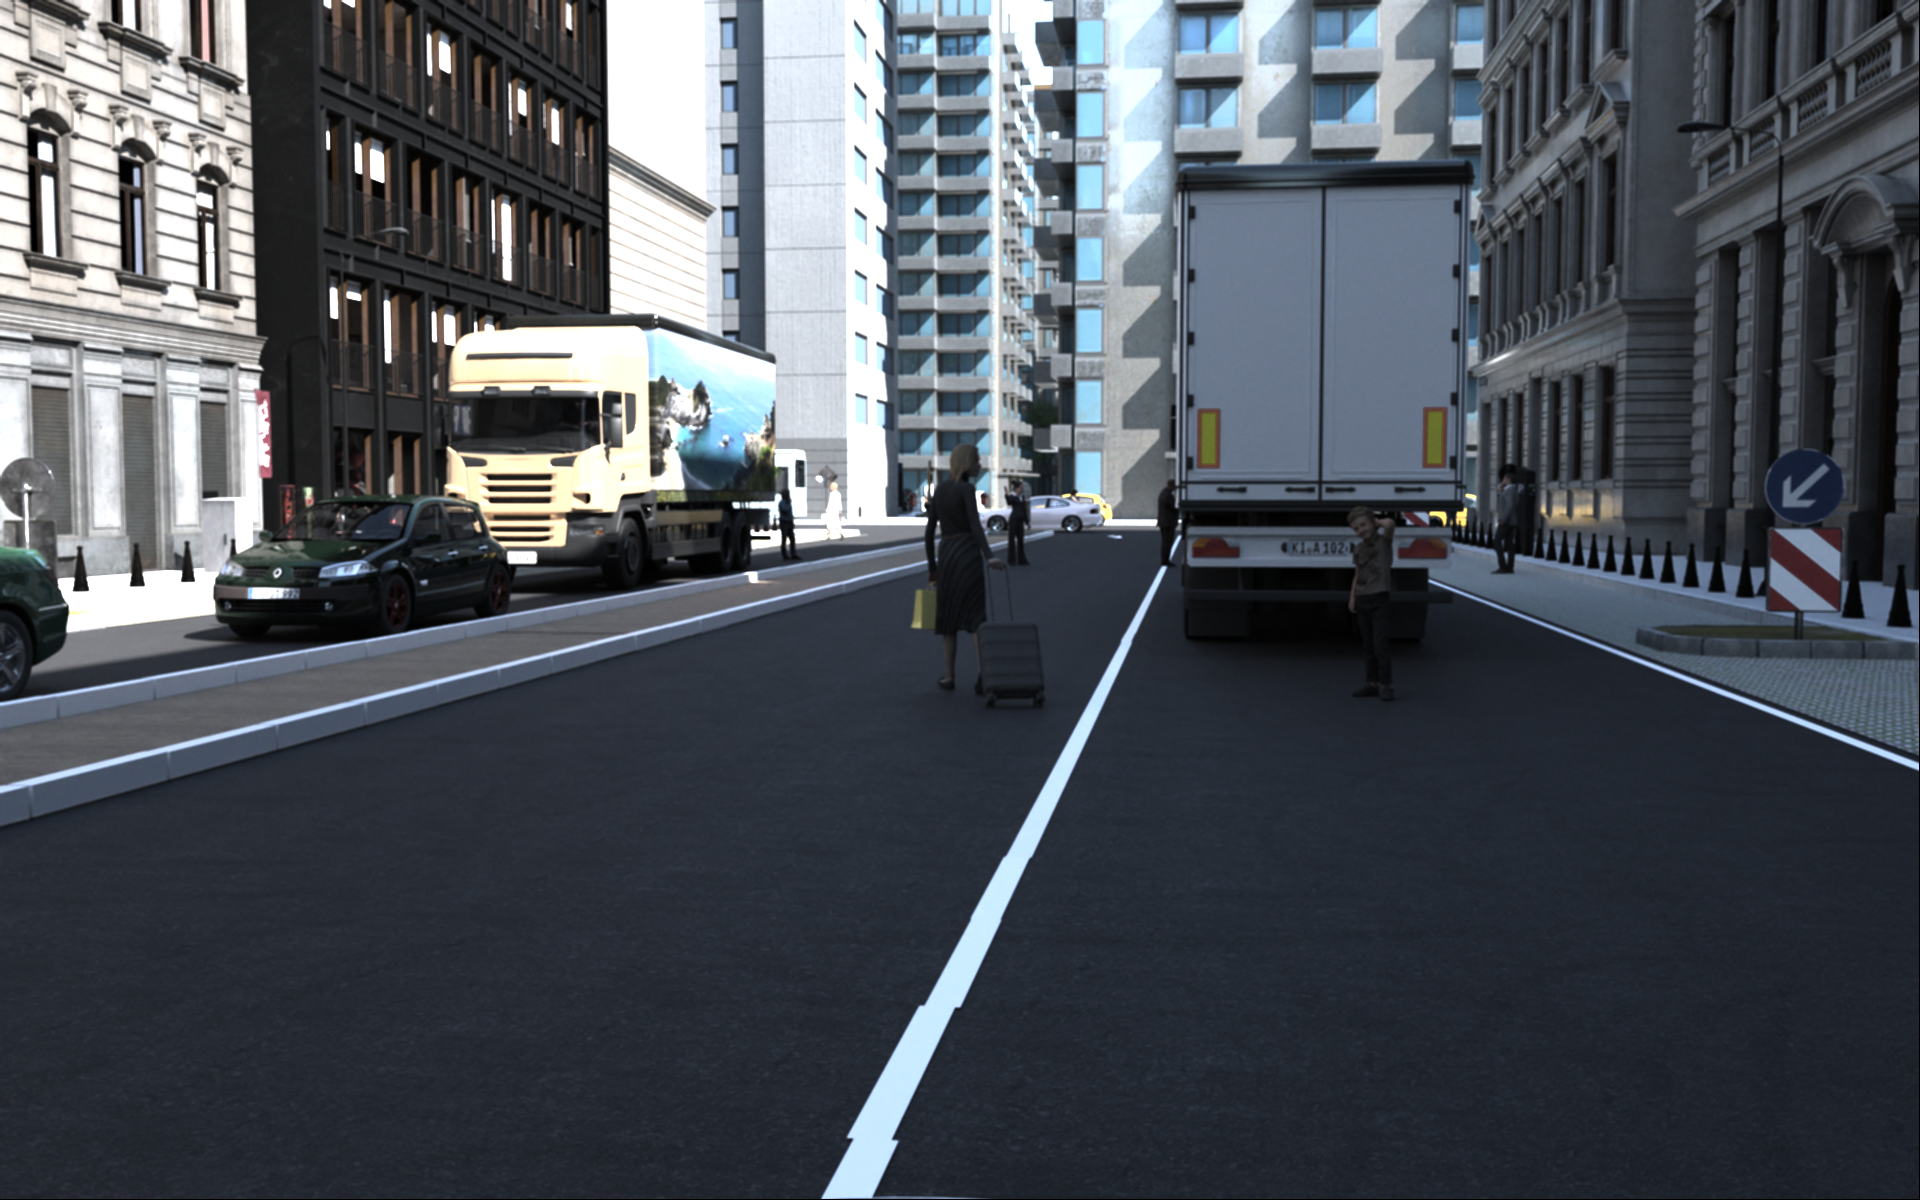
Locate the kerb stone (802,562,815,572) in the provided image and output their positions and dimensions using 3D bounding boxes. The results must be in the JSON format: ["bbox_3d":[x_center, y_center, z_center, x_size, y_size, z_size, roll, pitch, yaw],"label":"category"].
[{"bbox_3d":[-2.883,-0.592,31.881,0.120,0.150,1.000,0,4,8],"label":"kerb stone"}]

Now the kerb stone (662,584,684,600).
[{"bbox_3d":[-4.021,-0.095,23.747,0.120,0.150,1.000,0,4,8],"label":"kerb stone"}]

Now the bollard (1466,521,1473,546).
[{"bbox_3d":[12.753,-1.646,42.959,0.229,0.601,0.229,0,3,0],"label":"bollard"}]

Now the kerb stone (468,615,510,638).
[{"bbox_3d":[-4.870,0.279,17.641,0.120,0.150,1.000,0,4,8],"label":"kerb stone"}]

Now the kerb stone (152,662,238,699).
[{"bbox_3d":[-5.581,0.592,12.547,0.120,0.150,1.000,0,4,8],"label":"kerb stone"}]

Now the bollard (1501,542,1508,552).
[{"bbox_3d":[12.084,-1.355,38.198,0.229,0.601,0.229,0,3,0],"label":"bollard"}]

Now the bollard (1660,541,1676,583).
[{"bbox_3d":[10.260,-0.553,25.088,0.229,0.601,0.229,0,3,0],"label":"bollard"}]

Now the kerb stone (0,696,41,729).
[{"bbox_3d":[-5.864,0.714,10.514,0.120,0.150,1.000,0,4,8],"label":"kerb stone"}]

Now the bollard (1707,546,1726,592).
[{"bbox_3d":[9.930,-0.408,22.706,0.229,0.601,0.229,0,3,0],"label":"bollard"}]

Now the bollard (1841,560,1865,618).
[{"bbox_3d":[9.264,-0.117,17.948,0.229,0.601,0.229,0,3,0],"label":"bollard"}]

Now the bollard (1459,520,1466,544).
[{"bbox_3d":[12.918,-1.719,44.146,0.229,0.601,0.229,0,3,0],"label":"bollard"}]

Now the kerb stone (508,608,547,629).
[{"bbox_3d":[-4.727,0.217,18.655,0.120,0.150,1.000,0,4,8],"label":"kerb stone"}]

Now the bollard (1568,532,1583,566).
[{"bbox_3d":[11.093,-0.918,31.048,0.229,0.601,0.229,0,3,0],"label":"bollard"}]

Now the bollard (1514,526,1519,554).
[{"bbox_3d":[11.918,-1.283,37.011,0.229,0.601,0.229,0,3,0],"label":"bollard"}]

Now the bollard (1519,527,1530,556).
[{"bbox_3d":[11.756,-1.210,35.823,0.229,0.601,0.229,0,3,0],"label":"bollard"}]

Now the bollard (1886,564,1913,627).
[{"bbox_3d":[9.100,-0.044,16.761,0.229,0.601,0.229,0,3,0],"label":"bollard"}]

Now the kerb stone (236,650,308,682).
[{"bbox_3d":[-5.441,0.528,13.562,0.120,0.150,1.000,0,4,8],"label":"kerb stone"}]

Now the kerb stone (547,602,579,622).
[{"bbox_3d":[-4.590,0.154,19.671,0.120,0.150,1.000,0,4,8],"label":"kerb stone"}]

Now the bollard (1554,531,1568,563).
[{"bbox_3d":[11.255,-0.991,32.236,0.229,0.601,0.229,0,3,0],"label":"bollard"}]

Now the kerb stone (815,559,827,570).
[{"bbox_3d":[-2.740,-0.647,32.896,0.120,0.150,1.000,0,4,8],"label":"kerb stone"}]

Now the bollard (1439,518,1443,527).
[{"bbox_3d":[13.412,-1.937,47.710,0.229,0.601,0.229,0,3,0],"label":"bollard"}]

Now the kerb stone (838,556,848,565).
[{"bbox_3d":[-2.461,-0.772,34.935,0.120,0.150,1.000,0,4,8],"label":"kerb stone"}]

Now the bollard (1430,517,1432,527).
[{"bbox_3d":[13.747,-2.083,50.104,0.229,0.601,0.229,0,3,0],"label":"bollard"}]

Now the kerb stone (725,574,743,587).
[{"bbox_3d":[-3.589,-0.278,26.791,0.120,0.150,1.000,0,4,8],"label":"kerb stone"}]

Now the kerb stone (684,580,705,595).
[{"bbox_3d":[-3.881,-0.157,24.762,0.120,0.150,1.000,0,4,8],"label":"kerb stone"}]

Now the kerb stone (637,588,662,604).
[{"bbox_3d":[-4.159,-0.031,22.731,0.120,0.150,1.000,0,4,8],"label":"kerb stone"}]

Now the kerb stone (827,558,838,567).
[{"bbox_3d":[-2.603,-0.716,33.911,0.120,0.150,1.000,0,4,8],"label":"kerb stone"}]

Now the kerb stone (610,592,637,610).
[{"bbox_3d":[-4.302,0.031,21.716,0.120,0.150,1.000,0,4,8],"label":"kerb stone"}]

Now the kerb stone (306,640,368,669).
[{"bbox_3d":[-5.299,0.467,14.583,0.120,0.150,1.000,0,4,8],"label":"kerb stone"}]

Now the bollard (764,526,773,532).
[{"bbox_3d":[-6.546,-2.595,58.477,0.229,0.601,0.229,0,3,0],"label":"bollard"}]

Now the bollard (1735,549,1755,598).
[{"bbox_3d":[9.758,-0.335,21.513,0.229,0.601,0.229,0,3,0],"label":"bollard"}]

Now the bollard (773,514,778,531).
[{"bbox_3d":[-6.380,-2.669,59.675,0.229,0.601,0.229,0,3,0],"label":"bollard"}]

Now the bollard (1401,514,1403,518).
[{"bbox_3d":[14.913,-2.595,58.473,0.229,0.601,0.229,0,3,0],"label":"bollard"}]

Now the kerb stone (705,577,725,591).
[{"bbox_3d":[-3.736,-0.219,25.777,0.120,0.150,1.000,0,4,8],"label":"kerb stone"}]

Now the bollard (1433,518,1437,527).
[{"bbox_3d":[13.582,-2.011,48.916,0.229,0.601,0.229,0,3,0],"label":"bollard"}]

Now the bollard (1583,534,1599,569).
[{"bbox_3d":[10.923,-0.844,29.846,0.229,0.601,0.229,0,3,0],"label":"bollard"}]

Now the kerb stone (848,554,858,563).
[{"bbox_3d":[-2.328,-0.836,35.961,0.120,0.150,1.000,0,4,8],"label":"kerb stone"}]

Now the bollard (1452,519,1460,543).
[{"bbox_3d":[13.080,-1.792,45.336,0.229,0.601,0.229,0,3,0],"label":"bollard"}]

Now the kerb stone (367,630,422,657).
[{"bbox_3d":[-5.148,0.407,15.602,0.120,0.150,1.000,0,4,8],"label":"kerb stone"}]

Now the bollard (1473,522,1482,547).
[{"bbox_3d":[12.585,-1.574,41.772,0.229,0.601,0.229,0,3,0],"label":"bollard"}]

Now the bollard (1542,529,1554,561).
[{"bbox_3d":[11.424,-1.064,33.442,0.229,0.601,0.229,0,3,0],"label":"bollard"}]

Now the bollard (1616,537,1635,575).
[{"bbox_3d":[10.596,-0.699,27.462,0.229,0.601,0.229,0,3,0],"label":"bollard"}]

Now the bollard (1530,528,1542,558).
[{"bbox_3d":[11.590,-1.137,34.636,0.229,0.601,0.229,0,3,0],"label":"bollard"}]

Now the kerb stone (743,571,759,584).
[{"bbox_3d":[-3.456,-0.343,27.809,0.120,0.150,1.000,0,4,8],"label":"kerb stone"}]

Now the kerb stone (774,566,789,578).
[{"bbox_3d":[-3.168,-0.468,29.852,0.120,0.150,1.000,0,4,8],"label":"kerb stone"}]

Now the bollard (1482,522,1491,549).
[{"bbox_3d":[12.418,-1.500,40.572,0.229,0.601,0.229,0,3,0],"label":"bollard"}]

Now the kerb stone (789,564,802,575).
[{"bbox_3d":[-3.032,-0.524,30.867,0.120,0.150,1.000,0,4,8],"label":"kerb stone"}]

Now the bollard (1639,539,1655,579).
[{"bbox_3d":[10.427,-0.626,26.275,0.229,0.601,0.229,0,3,0],"label":"bollard"}]

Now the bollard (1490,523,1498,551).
[{"bbox_3d":[12.250,-1.428,39.385,0.229,0.601,0.229,0,3,0],"label":"bollard"}]

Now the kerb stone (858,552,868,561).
[{"bbox_3d":[-2.179,-0.904,36.981,0.120,0.150,1.000,0,4,8],"label":"kerb stone"}]

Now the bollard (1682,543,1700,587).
[{"bbox_3d":[10.094,-0.481,23.901,0.229,0.601,0.229,0,3,0],"label":"bollard"}]

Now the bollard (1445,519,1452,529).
[{"bbox_3d":[13.246,-1.864,46.523,0.229,0.601,0.229,0,3,0],"label":"bollard"}]

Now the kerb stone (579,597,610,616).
[{"bbox_3d":[-4.444,0.092,20.691,0.120,0.150,1.000,0,4,8],"label":"kerb stone"}]

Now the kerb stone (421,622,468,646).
[{"bbox_3d":[-5.017,0.341,16.618,0.120,0.150,1.000,0,4,8],"label":"kerb stone"}]

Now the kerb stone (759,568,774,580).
[{"bbox_3d":[-3.320,-0.402,28.832,0.120,0.150,1.000,0,4,8],"label":"kerb stone"}]

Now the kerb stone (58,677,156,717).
[{"bbox_3d":[-5.722,0.657,11.529,0.120,0.150,1.000,0,4,8],"label":"kerb stone"}]

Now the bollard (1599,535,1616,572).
[{"bbox_3d":[10.759,-0.771,28.650,0.229,0.601,0.229,0,3,0],"label":"bollard"}]
